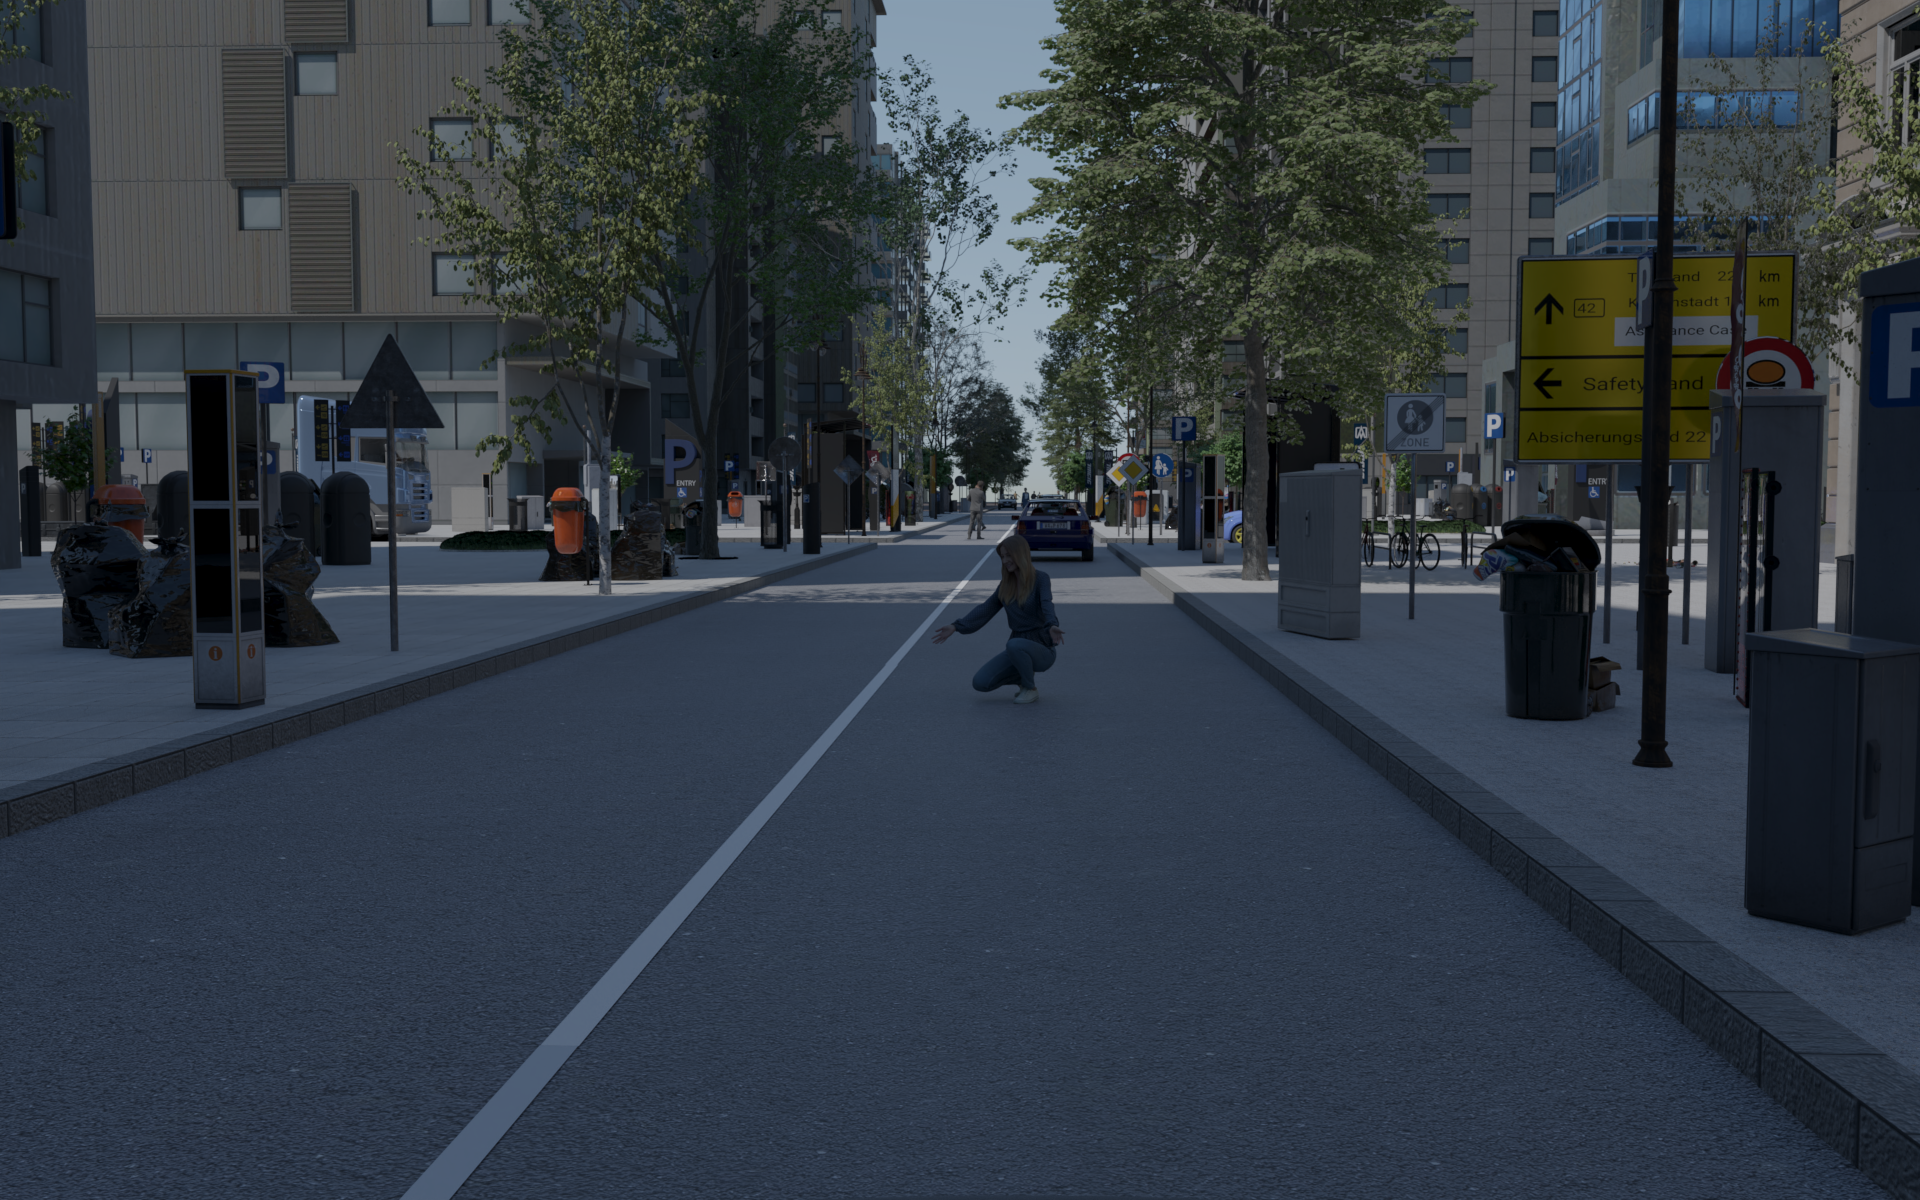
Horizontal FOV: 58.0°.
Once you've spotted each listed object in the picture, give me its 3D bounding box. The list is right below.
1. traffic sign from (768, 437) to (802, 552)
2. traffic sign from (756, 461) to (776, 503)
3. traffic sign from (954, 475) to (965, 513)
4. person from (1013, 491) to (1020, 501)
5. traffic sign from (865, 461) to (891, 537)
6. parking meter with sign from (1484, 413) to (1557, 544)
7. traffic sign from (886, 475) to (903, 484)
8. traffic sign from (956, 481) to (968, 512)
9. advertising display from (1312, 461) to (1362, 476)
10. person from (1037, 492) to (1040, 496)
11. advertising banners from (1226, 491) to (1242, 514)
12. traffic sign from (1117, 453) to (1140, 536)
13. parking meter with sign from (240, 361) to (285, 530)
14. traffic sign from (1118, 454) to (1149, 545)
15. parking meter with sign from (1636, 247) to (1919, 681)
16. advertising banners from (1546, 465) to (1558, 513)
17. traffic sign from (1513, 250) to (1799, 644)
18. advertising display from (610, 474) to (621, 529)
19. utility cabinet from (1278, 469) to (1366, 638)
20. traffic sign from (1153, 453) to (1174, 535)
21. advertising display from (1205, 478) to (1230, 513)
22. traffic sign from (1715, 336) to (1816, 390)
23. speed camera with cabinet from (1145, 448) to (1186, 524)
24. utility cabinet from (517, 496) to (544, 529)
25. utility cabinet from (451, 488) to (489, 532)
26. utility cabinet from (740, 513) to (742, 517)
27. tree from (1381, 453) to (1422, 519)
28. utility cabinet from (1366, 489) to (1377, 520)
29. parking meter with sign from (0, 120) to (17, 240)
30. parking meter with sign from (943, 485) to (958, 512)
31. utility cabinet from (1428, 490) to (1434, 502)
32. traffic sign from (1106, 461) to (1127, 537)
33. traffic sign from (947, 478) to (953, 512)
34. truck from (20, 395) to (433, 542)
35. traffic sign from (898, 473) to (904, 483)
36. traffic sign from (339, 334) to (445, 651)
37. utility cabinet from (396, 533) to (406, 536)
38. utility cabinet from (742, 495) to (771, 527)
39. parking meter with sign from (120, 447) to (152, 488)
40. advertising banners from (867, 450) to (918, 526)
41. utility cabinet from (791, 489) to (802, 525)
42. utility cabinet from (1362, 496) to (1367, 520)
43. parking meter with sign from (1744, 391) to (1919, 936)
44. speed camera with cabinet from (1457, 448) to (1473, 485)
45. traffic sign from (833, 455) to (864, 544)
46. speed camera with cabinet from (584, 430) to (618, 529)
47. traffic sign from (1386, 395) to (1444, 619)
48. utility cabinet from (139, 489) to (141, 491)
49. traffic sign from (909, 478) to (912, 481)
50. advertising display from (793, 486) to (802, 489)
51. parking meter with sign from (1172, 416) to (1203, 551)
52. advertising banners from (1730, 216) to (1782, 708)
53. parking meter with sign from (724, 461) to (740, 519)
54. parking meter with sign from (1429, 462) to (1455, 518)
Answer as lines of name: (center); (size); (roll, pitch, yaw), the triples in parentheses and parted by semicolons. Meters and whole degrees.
traffic sign: (-3.887, -2.343, 38.413); (0.768, 2.556, 0.104); (1, 4, 9)
traffic sign: (-6.081, -3.191, 54.303); (0.606, 2.300, 0.079); (0, 4, 3)
traffic sign: (-0.017, -7.216, 118.085); (0.768, 2.556, 0.104); (1, 4, 12)
person: (7.006, -12.856, 218.787); (1.348, 1.812, 0.705); (1, 4, 19)
traffic sign: (-2.471, -2.974, 52.274); (0.795, 2.450, 0.064); (0, 4, 3)
parking meter with sign: (12.220, -2.532, 37.656); (1.738, 3.016, 0.543); (-2, 4, -28)
traffic sign: (-3.339, -5.381, 87.983); (0.884, 2.594, 0.081); (0, 4, 6)
traffic sign: (0.151, -7.403, 121.037); (0.884, 2.594, 0.081); (1, 4, 9)
advertising display: (7.447, -1.777, 34.274); (0.974, 1.923, 0.123); (2, 4, 29)
person: (13.053, -16.897, 284.900); (1.348, 1.807, 0.705); (2, 4, 34)
advertising banners: (15.158, -6.145, 96.652); (0.090, 3.025, 2.074); (-1, 4, -22)
traffic sign: (5.194, -3.257, 53.355); (0.768, 2.556, 0.104); (0, 4, 6)
parking meter with sign: (-9.490, -1.677, 23.674); (0.543, 3.016, 1.738); (-1, 4, -21)
traffic sign: (4.391, -2.465, 43.940); (0.795, 2.450, 0.064); (0, 4, 3)
parking meter with sign: (5.780, -0.987, 12.392); (1.738, 3.016, 0.543); (1, 4, 10)
advertising banners: (17.581, -3.377, 51.400); (0.090, 3.025, 2.074); (2, 4, 27)
traffic sign: (5.873, -1.275, 14.722); (2.265, 3.308, 0.079); (1, 4, 9)
advertising display: (-11.446, -3.157, 56.837); (0.974, 1.923, 0.123); (3, 5, 44)
utility cabinet: (3.240, -0.430, 15.702); (0.318, 1.500, 1.173); (-1, 4, -12)
traffic sign: (6.264, -3.291, 53.920); (0.768, 2.556, 0.104); (1, 4, 8)
advertising display: (10.522, -4.011, 70.798); (0.974, 1.923, 0.123); (1, 4, 21)
traffic sign: (6.511, -0.855, 14.087); (0.768, 2.556, 0.104); (0, 4, 8)
speed camera with cabinet: (9.022, -4.920, 74.771); (2.038, 3.252, 0.660); (0, 4, 4)
utility cabinet: (-15.518, -3.147, 62.622); (0.306, 1.237, 1.020); (2, 4, 35)
utility cabinet: (-16.541, -3.046, 58.480); (1.173, 1.500, 0.318); (0, 4, 8)
utility cabinet: (-12.545, -5.255, 97.085); (1.020, 1.237, 0.306); (2, 4, 31)
tree: (19.133, -4.878, 74.350); (1.663, 3.219, 1.824); (0, 3, 0)
utility cabinet: (18.515, -4.330, 79.472); (1.173, 1.500, 0.318); (1, 4, 8)
parking meter with sign: (-4.839, -0.680, 7.380); (0.543, 3.016, 1.738); (1, 4, 10)
parking meter with sign: (-1.010, -7.877, 125.047); (1.738, 3.016, 0.543); (-2, 4, -34)
utility cabinet: (28.332, -5.779, 103.163); (0.318, 1.500, 1.173); (-1, 4, -16)
traffic sign: (4.764, -2.953, 51.917); (0.795, 2.450, 0.064); (0, 4, 3)
traffic sign: (-0.857, -7.502, 122.762); (0.768, 2.556, 0.104); (0, 4, 5)
truck: (-23.670, -3.580, 48.286); (18.799, 4.110, 2.967); (0, 4, 1)
traffic sign: (-3.429, -5.713, 93.410); (0.884, 2.594, 0.081); (1, 4, 9)
traffic sign: (-4.618, -0.861, 14.076); (0.884, 2.594, 0.081); (0, 4, 6)
utility cabinet: (-17.350, -2.692, 52.687); (1.173, 1.500, 0.318); (2, 4, 35)
utility cabinet: (-7.914, -3.456, 67.667); (1.020, 1.237, 0.306); (0, 4, -5)
parking meter with sign: (-32.000, -4.299, 66.545); (1.738, 3.016, 0.543); (0, 4, 6)
advertising banners: (-2.707, -4.479, 69.414); (2.074, 3.025, 0.090); (-1, 4, -12)
utility cabinet: (-6.906, -3.849, 71.614); (1.173, 1.500, 0.318); (0, 4, 7)
utility cabinet: (13.489, -2.971, 59.744); (1.020, 1.237, 0.306); (0, 4, -8)
parking meter with sign: (3.197, -0.566, 5.523); (1.738, 3.016, 0.543); (-2, 4, -35)
speed camera with cabinet: (21.321, -4.811, 72.994); (0.660, 3.252, 2.038); (1, 4, 15)
traffic sign: (-2.844, -2.487, 44.298); (0.795, 2.450, 0.064); (0, 4, 3)
speed camera with cabinet: (-11.065, -3.607, 53.313); (0.660, 3.252, 2.038); (-2, 4, -25)
traffic sign: (4.623, -0.950, 17.666); (0.606, 2.300, 0.079); (0, 4, 7)
utility cabinet: (-32.861, -3.720, 69.501); (0.318, 1.500, 1.173); (1, 4, 22)
traffic sign: (-2.781, -6.476, 105.991); (0.768, 2.556, 0.104); (1, 4, 9)
advertising display: (-9.731, -6.096, 104.875); (0.974, 1.923, 0.123); (1, 4, 20)
parking meter with sign: (5.286, -2.657, 39.708); (0.543, 3.016, 1.738); (1, 4, 18)
advertising banners: (4.783, -0.873, 10.468); (0.090, 3.025, 2.074); (1, 4, 18)
parking meter with sign: (-11.775, -5.727, 89.894); (0.543, 3.016, 1.738); (-1, 4, -22)
parking meter with sign: (26.029, -5.966, 93.808); (0.543, 3.016, 1.738); (-1, 4, -19)
